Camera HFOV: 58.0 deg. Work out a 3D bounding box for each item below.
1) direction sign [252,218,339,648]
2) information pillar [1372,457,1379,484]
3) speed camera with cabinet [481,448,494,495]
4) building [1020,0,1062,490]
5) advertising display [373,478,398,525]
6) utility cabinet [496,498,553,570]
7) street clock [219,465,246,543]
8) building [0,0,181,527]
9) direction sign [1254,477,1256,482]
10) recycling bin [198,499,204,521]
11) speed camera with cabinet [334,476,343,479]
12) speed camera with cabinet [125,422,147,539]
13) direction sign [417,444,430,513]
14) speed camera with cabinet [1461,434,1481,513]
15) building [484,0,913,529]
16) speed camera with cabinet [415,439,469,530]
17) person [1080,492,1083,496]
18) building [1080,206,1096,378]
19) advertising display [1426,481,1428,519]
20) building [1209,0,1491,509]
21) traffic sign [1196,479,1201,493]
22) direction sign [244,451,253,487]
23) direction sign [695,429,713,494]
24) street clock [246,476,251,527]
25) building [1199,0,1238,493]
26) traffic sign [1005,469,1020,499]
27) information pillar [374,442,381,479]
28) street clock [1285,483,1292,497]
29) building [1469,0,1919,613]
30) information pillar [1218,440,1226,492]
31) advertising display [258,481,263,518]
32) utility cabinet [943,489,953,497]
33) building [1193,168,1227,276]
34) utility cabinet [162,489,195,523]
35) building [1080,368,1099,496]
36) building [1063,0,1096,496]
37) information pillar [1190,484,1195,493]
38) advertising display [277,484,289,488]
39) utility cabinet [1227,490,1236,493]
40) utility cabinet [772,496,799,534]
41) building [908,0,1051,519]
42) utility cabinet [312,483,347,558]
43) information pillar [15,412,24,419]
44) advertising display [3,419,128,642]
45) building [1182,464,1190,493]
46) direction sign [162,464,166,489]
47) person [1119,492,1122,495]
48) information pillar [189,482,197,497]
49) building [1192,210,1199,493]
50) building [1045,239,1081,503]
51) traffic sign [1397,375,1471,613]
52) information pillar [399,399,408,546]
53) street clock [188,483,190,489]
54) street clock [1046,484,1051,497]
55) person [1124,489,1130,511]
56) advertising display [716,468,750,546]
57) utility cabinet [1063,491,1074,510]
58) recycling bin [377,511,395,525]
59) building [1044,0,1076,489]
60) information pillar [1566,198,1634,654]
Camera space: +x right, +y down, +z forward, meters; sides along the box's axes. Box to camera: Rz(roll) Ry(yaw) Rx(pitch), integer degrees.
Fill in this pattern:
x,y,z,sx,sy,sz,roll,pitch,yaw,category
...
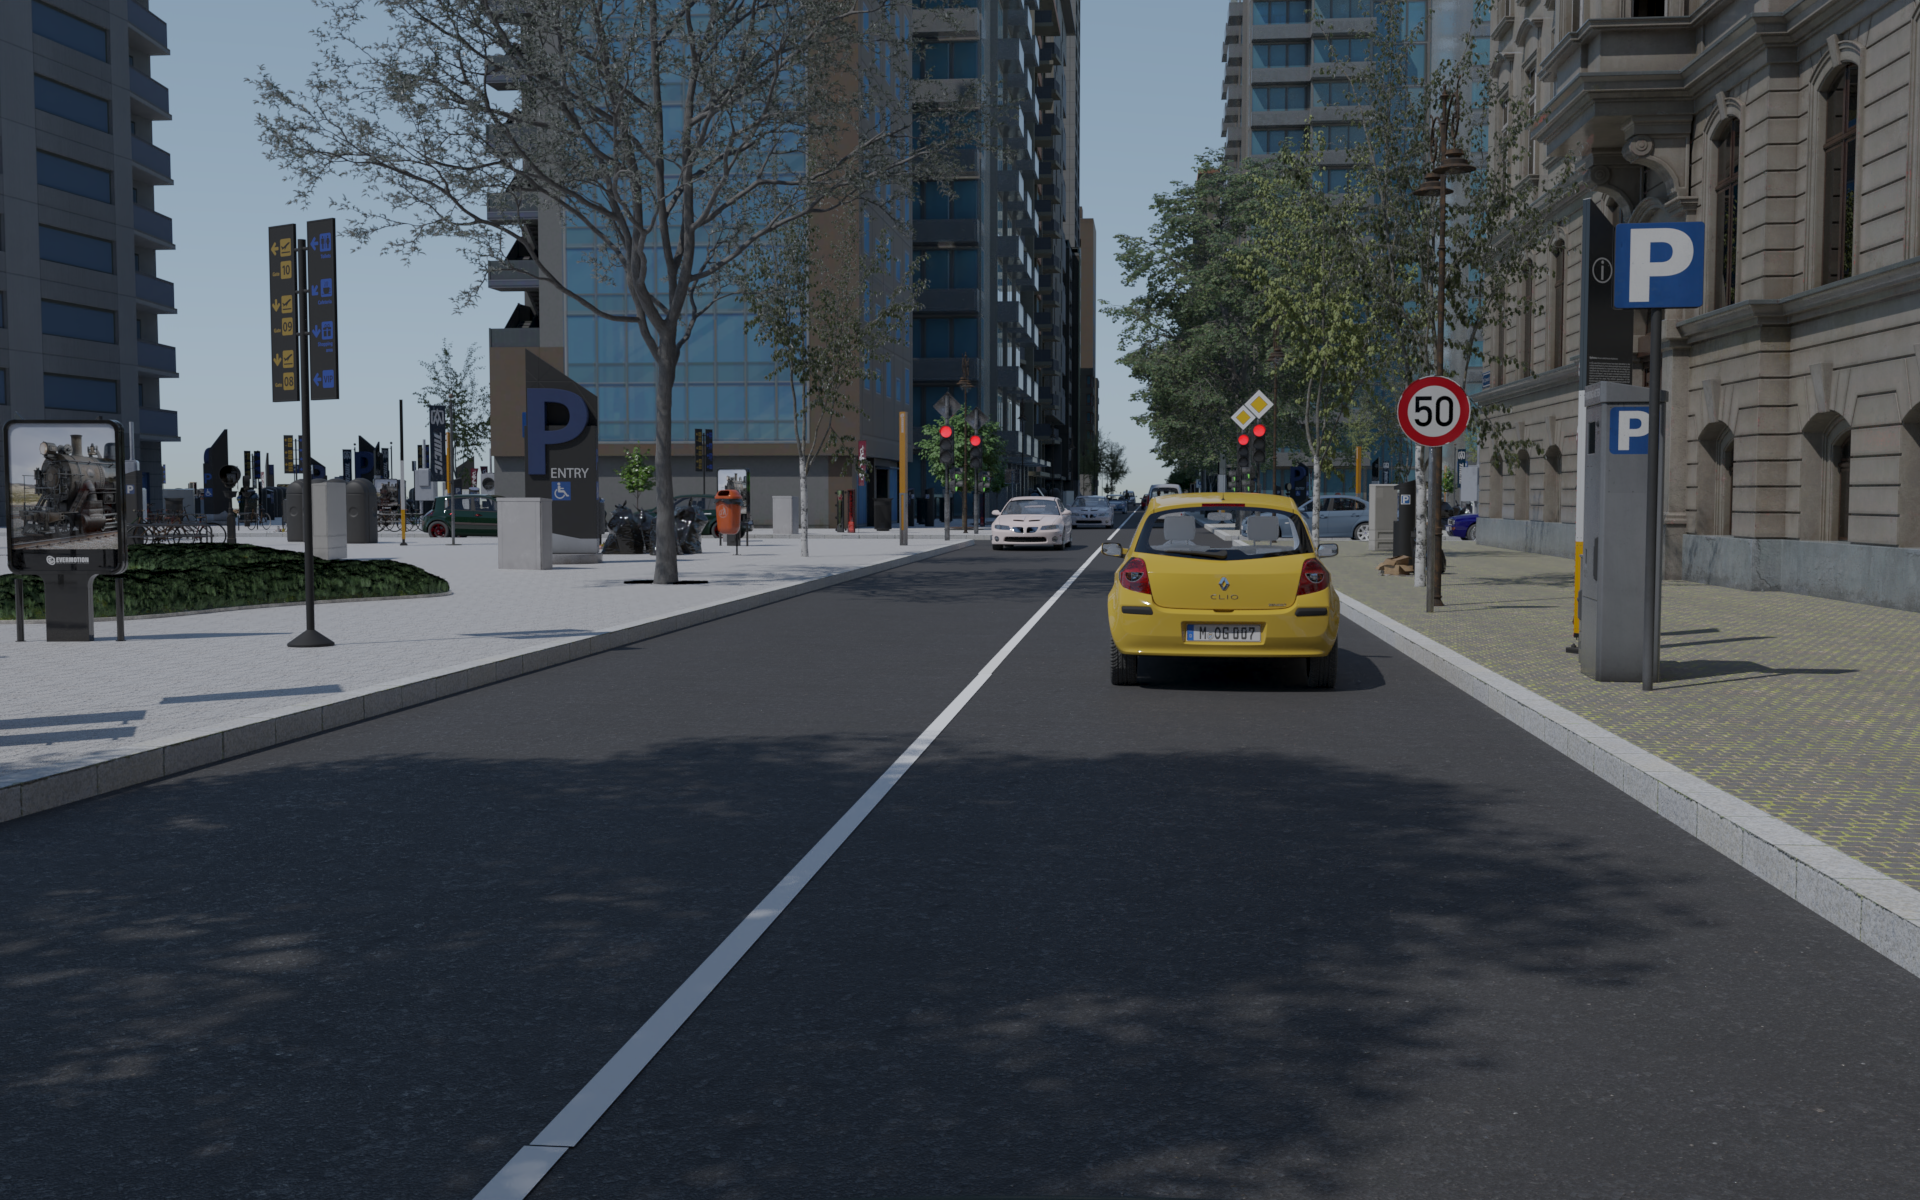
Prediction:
x,y,z,sx,sy,sz,roll,pitch,yaw,category
-5.484,-1.378,14.526,0.876,3.537,0.379,2,4,34,direction sign
26.145,-7.193,108.961,0.504,3.616,0.183,3,5,43,information pillar
-20.986,-4.920,74.782,2.038,3.252,0.660,0,4,-1,speed camera with cabinet
-2.917,-30.083,146.479,22.147,44.769,28.867,0,4,6,building
-23.732,-4.061,71.603,0.974,1.923,0.123,-2,4,-28,advertising display
-7.414,-1.123,29.530,1.020,1.237,0.306,2,4,31,utility cabinet
-18.030,-2.340,42.823,0.471,2.002,0.358,0,4,-8,street clock
-50.763,-32.507,73.490,28.212,58.520,21.231,0,4,6,building
19.858,-7.740,118.552,0.876,3.537,0.379,3,5,41,direction sign
-35.125,-4.189,81.047,0.722,1.027,0.722,1,4,16,recycling bin
-30.627,-5.671,87.063,0.660,3.252,2.038,1,4,13,speed camera with cabinet
-23.064,-3.288,48.093,0.660,3.252,2.038,-1,4,-18,speed camera with cabinet
-24.552,-5.342,79.331,0.876,3.537,0.379,3,4,38,direction sign
17.005,-3.807,56.587,0.660,3.252,2.038,3,4,37,speed camera with cabinet
-9.743,-25.669,69.796,14.600,45.320,14.200,0,4,6,building
-18.662,-4.188,62.818,2.038,3.252,0.660,0,3,0,speed camera with cabinet
14.456,-12.211,208.878,1.217,1.736,0.721,0,4,7,person
14.278,-38.108,273.181,14.600,45.320,14.200,0,4,6,building
23.797,-5.035,87.528,0.974,1.923,0.123,3,5,44,advertising display
34.759,-32.742,154.944,23.786,49.044,30.456,0,4,6,building
16.456,-7.121,118.552,0.606,2.300,0.079,0,4,7,traffic sign
-36.955,-6.026,90.520,0.379,3.537,0.876,3,5,43,direction sign
-8.905,-4.176,60.281,0.379,3.537,0.876,2,4,34,direction sign
-28.042,-3.885,68.087,0.358,2.002,0.471,-2,4,-31,street clock
37.465,-53.314,184.359,22.319,86.520,31.000,0,4,6,building
2.113,-4.164,70.219,0.606,2.300,0.079,1,4,10,traffic sign
-25.916,-5.242,77.067,0.183,3.616,0.504,0,4,5,information pillar
21.507,-6.668,113.587,0.358,2.002,0.471,3,5,45,street clock
16.415,-12.656,26.005,14.460,24.649,34.723,0,4,6,building
11.252,-5.084,74.486,0.183,3.616,0.504,3,5,40,information pillar
-34.996,-4.982,86.674,0.123,1.923,0.974,-1,4,-19,advertising display
-0.559,-4.357,79.919,0.318,1.500,1.173,0,4,8,utility cabinet
41.885,-35.056,227.789,22.147,44.769,28.867,0,4,6,building
-32.281,-3.847,71.578,1.173,1.500,0.318,-1,4,-15,utility cabinet
6.052,-24.962,253.172,27.650,21.520,28.899,0,4,6,building
7.433,-48.199,226.299,20.563,71.187,20.611,0,4,6,building
16.297,-7.144,121.289,0.304,2.012,0.304,1,4,11,information pillar
-42.716,-6.386,109.622,0.974,1.923,0.123,0,4,-4,advertising display
14.268,-4.898,88.762,1.173,1.500,0.318,2,4,34,utility cabinet
-5.595,-2.720,55.637,0.306,1.237,1.020,-3,5,-43,utility cabinet
-6.999,-29.473,101.484,23.786,49.044,30.456,0,4,6,building
-12.245,-1.525,33.605,0.318,1.500,1.173,0,4,-3,utility cabinet
-26.685,-3.551,49.407,0.504,3.616,0.183,1,4,16,information pillar
-7.748,-0.600,15.027,0.974,1.923,0.123,0,4,-3,advertising display
42.726,-31.091,280.030,14.160,30.474,14.107,0,4,6,building
-60.628,-8.548,131.760,0.876,3.537,0.379,3,4,38,direction sign
22.561,-14.256,242.298,0.721,1.736,1.217,3,4,39,person
-46.594,-6.165,105.290,0.304,2.012,0.304,1,4,17,information pillar
40.413,-34.626,249.735,14.154,41.232,14.086,0,4,6,building
6.259,-25.909,195.309,14.160,30.474,14.107,0,4,6,building
5.092,-1.136,18.687,0.768,2.556,0.104,1,4,9,traffic sign
-13.887,-3.166,43.120,0.183,3.616,0.504,-1,4,-19,information pillar
-51.441,-6.801,115.759,0.358,2.002,0.471,-2,4,-26,street clock
6.321,-7.268,123.409,0.358,2.002,0.471,1,4,16,street clock
13.838,-8.285,143.982,0.705,1.821,1.348,2,4,35,person
-5.586,-2.293,42.706,0.974,1.923,0.123,2,4,32,advertising display
7.621,-6.935,122.062,0.318,1.500,1.173,2,4,30,utility cabinet
-24.214,-3.691,72.903,0.722,1.027,0.722,-2,4,-30,recycling bin
-3.274,-35.800,174.573,28.713,52.752,27.495,0,4,6,building
5.168,-1.380,13.913,0.504,3.616,0.183,-1,4,-22,information pillar
